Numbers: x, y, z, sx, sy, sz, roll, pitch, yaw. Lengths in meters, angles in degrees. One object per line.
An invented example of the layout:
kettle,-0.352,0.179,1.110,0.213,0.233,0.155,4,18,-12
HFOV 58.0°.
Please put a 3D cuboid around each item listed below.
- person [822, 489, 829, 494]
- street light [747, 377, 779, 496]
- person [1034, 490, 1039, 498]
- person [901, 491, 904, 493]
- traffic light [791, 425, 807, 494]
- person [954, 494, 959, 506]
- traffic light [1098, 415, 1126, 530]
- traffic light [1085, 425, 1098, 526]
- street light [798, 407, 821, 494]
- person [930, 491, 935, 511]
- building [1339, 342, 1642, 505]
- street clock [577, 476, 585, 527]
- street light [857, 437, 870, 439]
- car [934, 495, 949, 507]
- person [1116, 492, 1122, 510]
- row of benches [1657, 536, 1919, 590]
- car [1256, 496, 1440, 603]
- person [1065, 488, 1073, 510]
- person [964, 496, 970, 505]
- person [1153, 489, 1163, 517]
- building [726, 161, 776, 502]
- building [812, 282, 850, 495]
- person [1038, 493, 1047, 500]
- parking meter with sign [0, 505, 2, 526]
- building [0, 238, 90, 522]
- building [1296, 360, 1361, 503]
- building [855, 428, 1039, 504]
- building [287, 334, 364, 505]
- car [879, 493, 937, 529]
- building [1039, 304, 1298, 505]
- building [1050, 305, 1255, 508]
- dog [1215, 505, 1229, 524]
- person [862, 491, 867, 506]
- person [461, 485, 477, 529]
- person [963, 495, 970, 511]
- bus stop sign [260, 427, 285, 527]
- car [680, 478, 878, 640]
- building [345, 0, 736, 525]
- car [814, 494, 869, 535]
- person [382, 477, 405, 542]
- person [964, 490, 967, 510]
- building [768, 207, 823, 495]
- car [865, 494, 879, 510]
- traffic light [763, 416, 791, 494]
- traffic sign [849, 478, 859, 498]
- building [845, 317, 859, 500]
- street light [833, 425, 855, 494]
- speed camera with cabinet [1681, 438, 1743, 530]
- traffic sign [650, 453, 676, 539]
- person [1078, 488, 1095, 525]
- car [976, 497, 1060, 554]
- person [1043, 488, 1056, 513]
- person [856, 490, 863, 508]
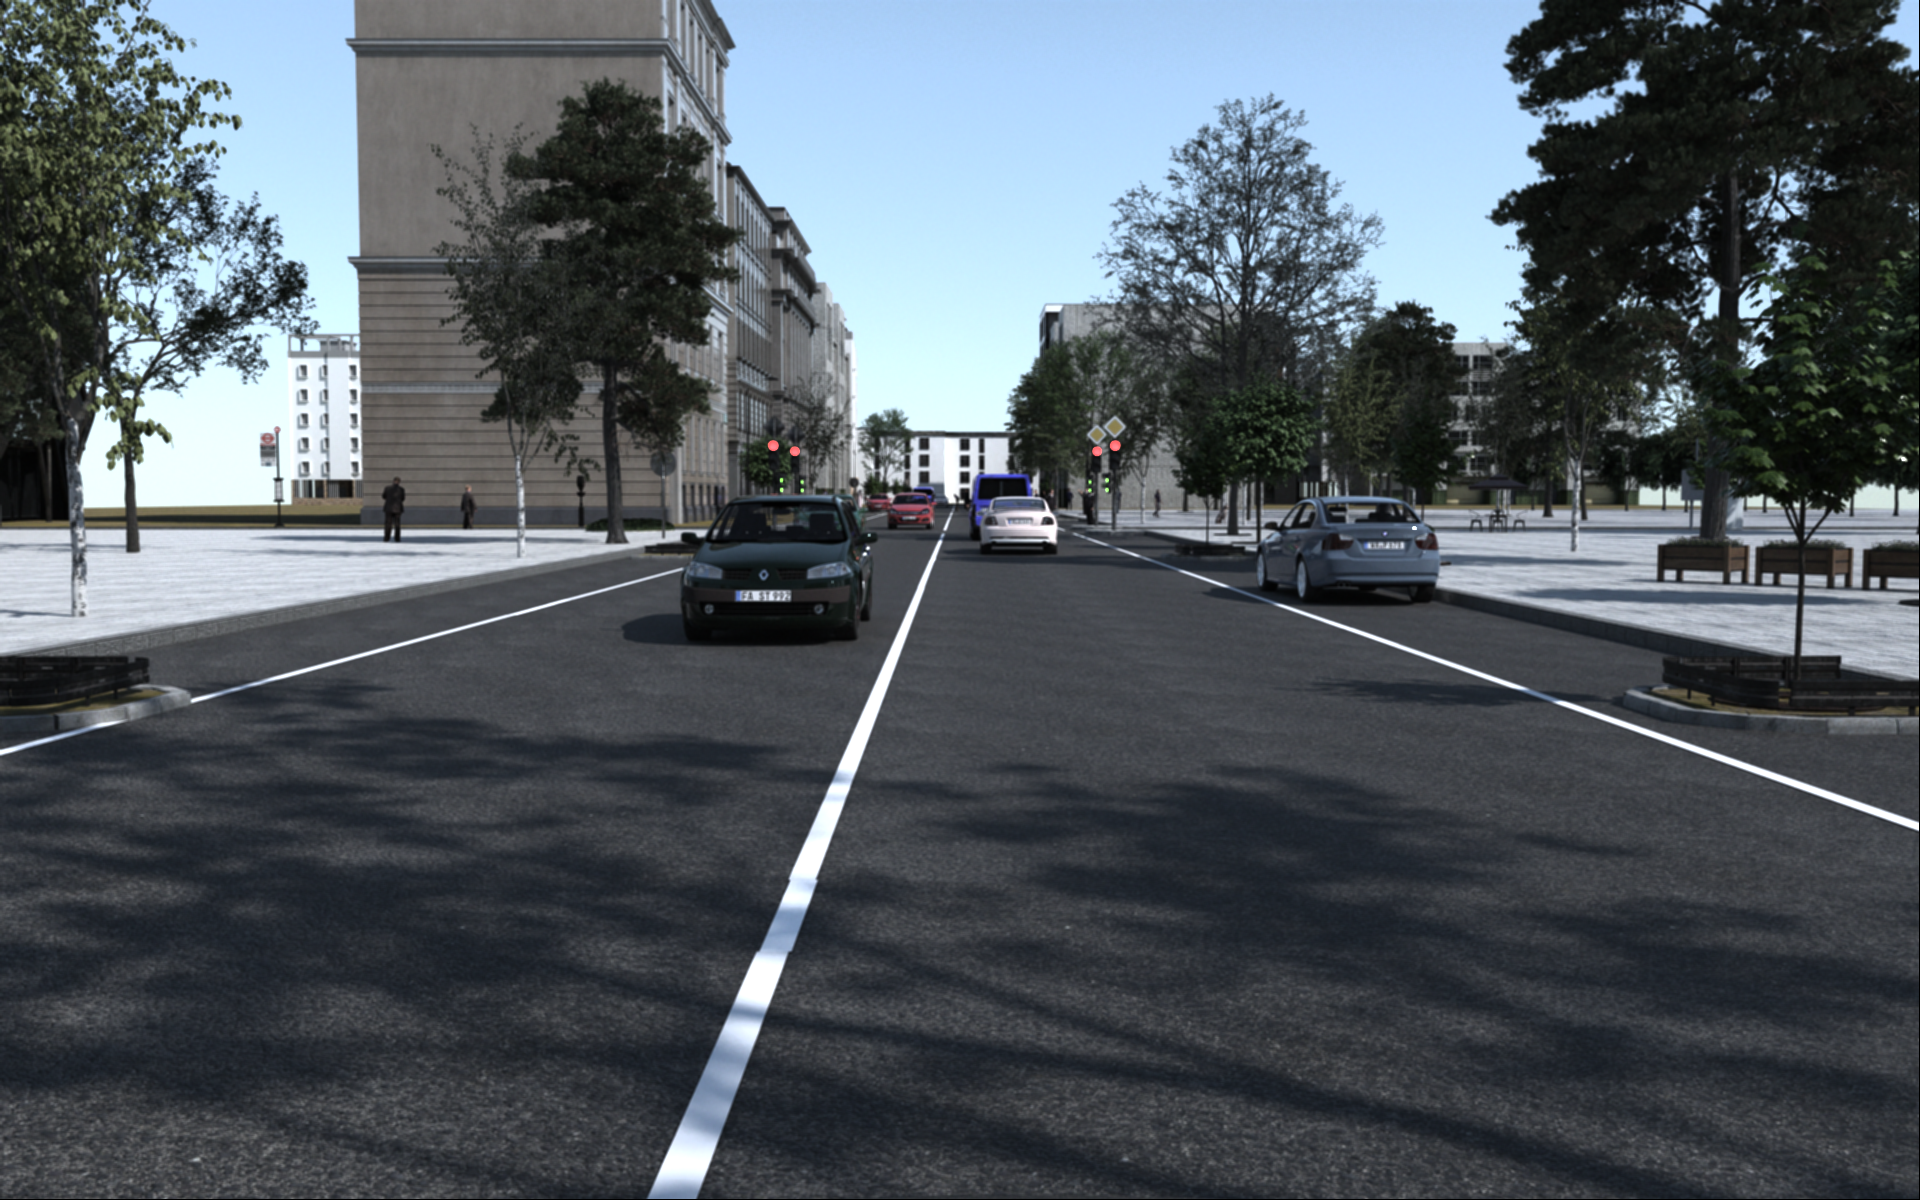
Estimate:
person,-10.766,-8.055,138.559,0.655,1.722,0.431,0,4,-6
street light,-7.906,-5.898,68.968,1.470,5.913,1.316,0,3,0
person,4.920,-6.271,111.950,0.530,1.710,0.541,0,4,3
person,-5.008,-8.613,150.119,0.445,1.727,0.742,-1,4,-9
traffic light,-6.534,-4.883,69.078,0.839,4.213,0.868,0,3,0
person,-0.440,-12.280,212.511,0.697,1.427,0.421,2,4,24
traffic light,5.430,-4.396,61.113,0.839,4.213,0.868,0,3,0
traffic light,5.427,-4.884,69.098,0.839,4.213,0.868,0,3,0
street light,-8.047,-7.307,92.007,1.470,5.913,1.316,0,3,0
person,-2.309,-8.611,150.013,0.721,1.735,1.217,0,4,-6
building,63.663,-21.032,210.331,31.486,18.905,16.747,0,3,0
street clock,-14.927,-3.894,68.243,0.358,2.002,0.471,0,4,-1
street light,-7.994,-10.257,140.249,1.470,5.913,1.316,0,3,0
car,-2.212,-10.867,190.033,2.083,1.381,4.827,0,4,-1
person,12.845,-8.168,140.506,0.541,1.710,0.530,0,4,-6
row of benches,11.647,-0.527,24.082,1.422,0.672,4.104,-3,5,-40
car,5.343,-0.744,24.161,2.014,1.417,4.499,0,4,-1
person,8.615,-7.963,136.935,0.576,1.737,0.504,-1,4,-18
person,0.803,-12.810,218.884,0.756,1.711,0.436,2,4,34
person,10.965,-5.380,96.222,0.569,1.553,0.471,-2,4,-31
building,-16.468,-15.379,100.605,9.793,20.994,18.267,0,3,0
building,-19.560,-17.980,160.432,16.747,18.905,31.486,0,3,0
person,7.863,-9.670,164.165,1.348,1.821,0.705,-3,4,-36
parking meter with sign,-38.862,-4.418,68.491,1.738,3.016,0.543,0,4,4
building,-50.184,-12.918,78.655,16.811,18.784,16.820,0,3,0
building,51.461,-23.320,237.704,11.380,20.091,16.016,0,3,0
building,-2.020,-17.882,234.525,28.070,9.664,9.099,0,3,0
building,-73.011,-21.647,210.350,11.380,20.091,16.016,0,3,0
car,-2.012,-3.816,71.432,2.155,1.783,4.494,0,4,1
building,23.084,-21.915,202.281,27.936,21.610,32.646,0,3,0
building,18.021,-18.587,170.357,16.747,18.905,31.486,0,3,0
dog,11.245,-3.696,74.809,0.513,0.831,0.800,-2,4,-30
person,-10.559,-11.422,193.516,1.217,1.735,0.721,-1,4,-21
person,-18.279,-3.393,64.525,0.990,1.755,0.434,3,5,43
person,0.578,-8.458,150.013,0.697,1.427,0.421,3,4,38
bus stop sign,-27.172,-4.877,68.437,0.855,3.939,0.416,-1,4,-19
car,-1.845,-0.516,18.222,2.009,1.686,4.222,0,4,0
building,-18.266,-18.008,80.330,13.634,28.700,20.117,0,3,0
car,-3.571,-2.206,47.869,2.131,1.459,4.920,0,4,-1
person,-15.197,-2.429,46.450,0.565,1.739,0.600,-3,5,-43
person,0.568,-9.310,160.855,0.705,1.807,1.348,0,4,7
building,-17.216,-17.119,121.699,13.314,21.916,24.055,0,3,0
car,-6.420,-7.830,137.065,2.155,1.783,4.494,0,4,-1
traffic light,-6.532,-4.394,61.093,0.839,4.213,0.868,0,3,0
traffic sign,-8.367,-8.366,136.882,0.768,2.556,0.104,0,4,6
building,-19.409,-20.626,193.655,16.016,20.091,11.380,0,3,0
street light,-7.951,-8.789,116.238,1.470,5.913,1.316,0,3,0
speed camera with cabinet,26.857,-4.127,61.812,2.038,3.252,0.660,0,4,-3
traffic sign,-8.537,-3.040,49.812,0.768,2.556,0.104,0,4,8
person,5.519,-4.021,75.053,0.742,1.727,0.445,1,4,20
car,1.428,-1.848,42.572,2.083,1.381,4.827,0,4,1
person,4.551,-4.801,87.795,0.445,1.727,0.742,3,5,39
person,-6.866,-6.682,118.420,0.551,1.740,0.621,1,4,14
